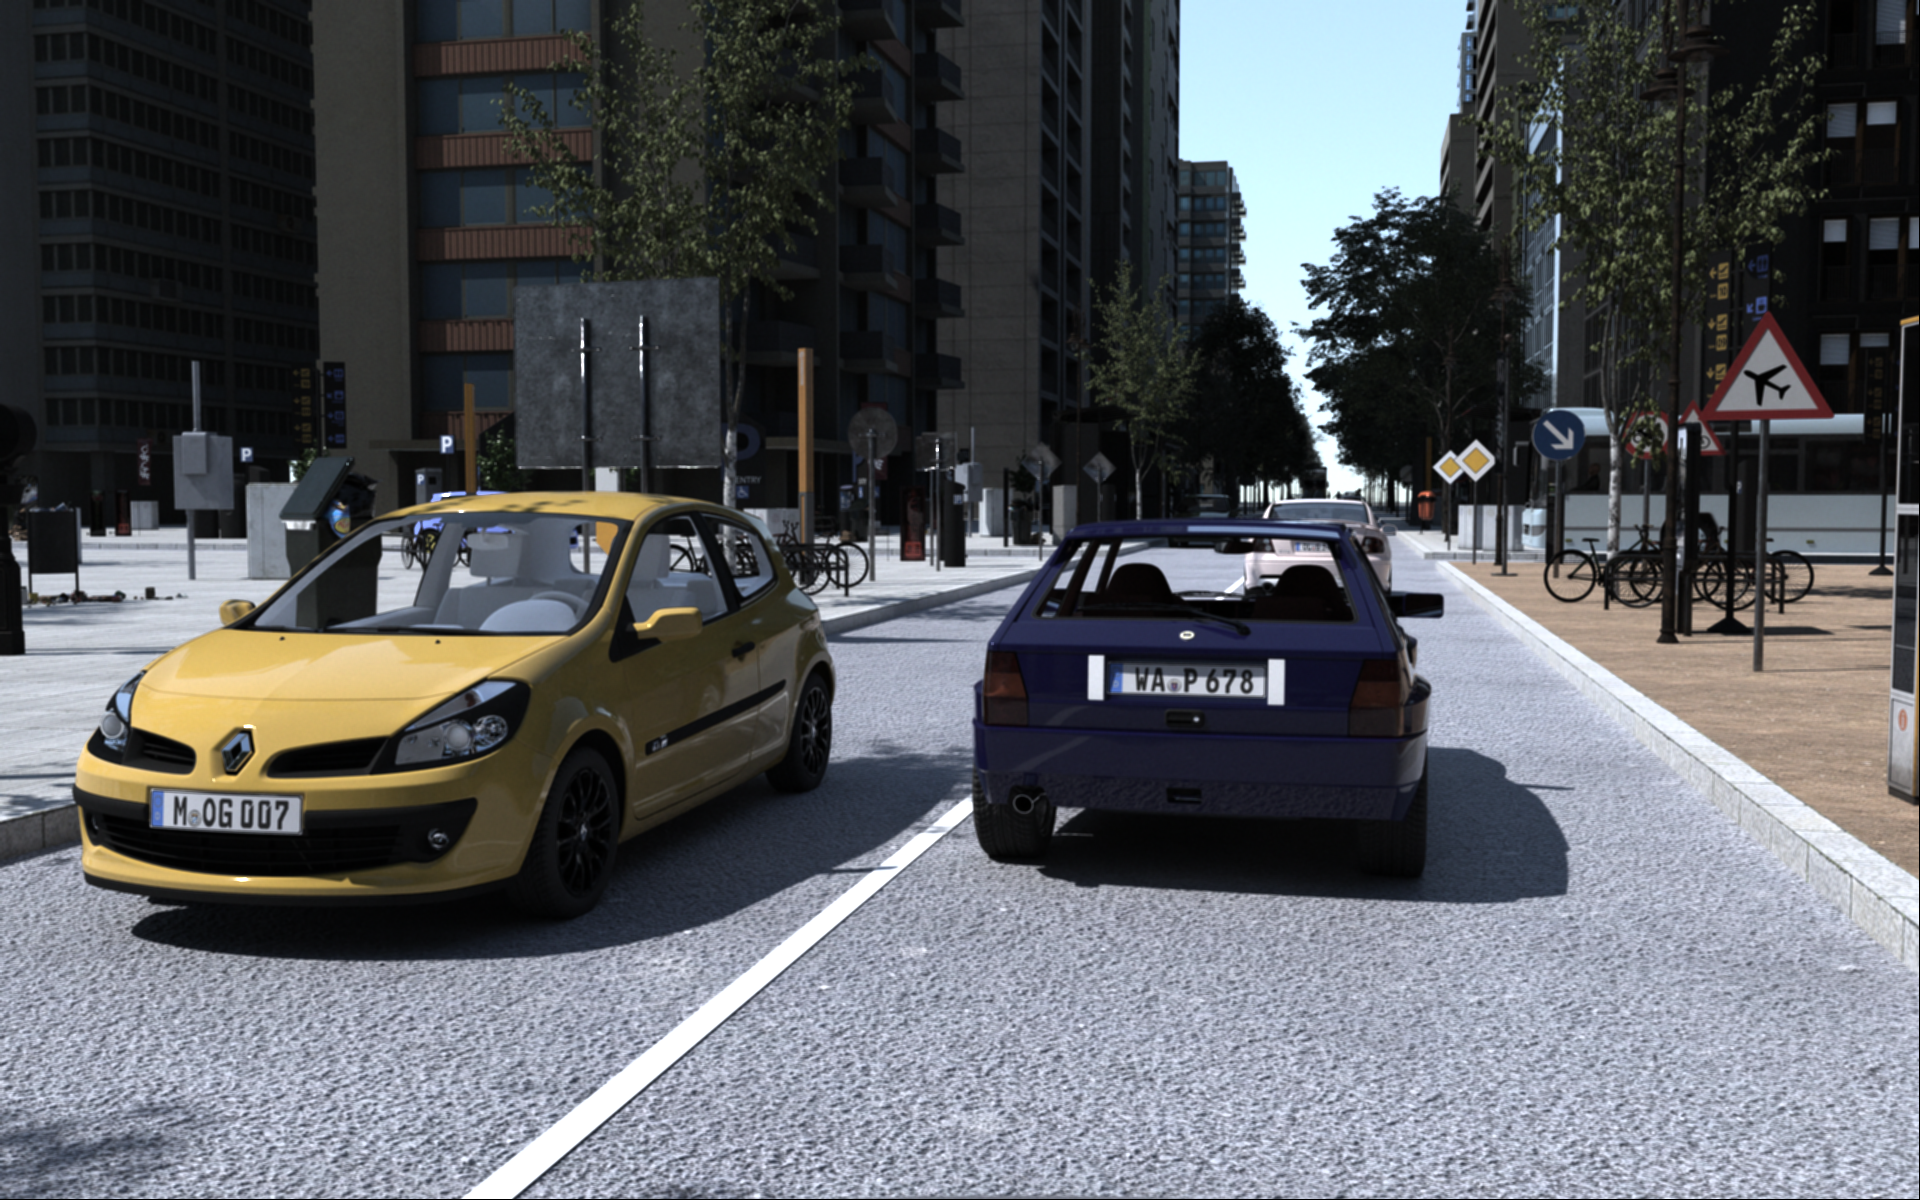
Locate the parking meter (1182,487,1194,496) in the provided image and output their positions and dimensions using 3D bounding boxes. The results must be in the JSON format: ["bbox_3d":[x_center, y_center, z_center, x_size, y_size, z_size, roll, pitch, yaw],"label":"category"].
[{"bbox_3d":[8.531,-3.434,64.557,0.372,1.533,0.369,0,3,0],"label":"parking meter"}]

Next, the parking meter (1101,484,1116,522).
[{"bbox_3d":[3.794,-2.194,44.286,0.372,1.533,0.369,0,3,0],"label":"parking meter"}]

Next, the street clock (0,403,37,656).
[{"bbox_3d":[-7.609,-0.563,13.772,0.471,2.002,0.358,0,4,1],"label":"street clock"}]

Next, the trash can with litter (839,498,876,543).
[{"bbox_3d":[-2.741,-2.114,45.950,0.624,1.170,1.055,2,4,29],"label":"trash can with litter"}]

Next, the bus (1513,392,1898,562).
[{"bbox_3d":[17.267,-2.414,34.323,13.247,3.499,2.948,1,4,13],"label":"bus"}]

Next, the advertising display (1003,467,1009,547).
[{"bbox_3d":[1.124,-2.269,42.305,0.123,1.923,0.974,0,4,1],"label":"advertising display"}]

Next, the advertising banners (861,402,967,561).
[{"bbox_3d":[-0.874,-2.257,33.090,2.074,3.025,0.090,-1,4,-14],"label":"advertising banners"}]

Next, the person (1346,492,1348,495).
[{"bbox_3d":[54.611,-14.406,244.868,0.721,1.723,1.217,0,4,1],"label":"person"}]

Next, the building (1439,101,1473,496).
[{"bbox_3d":[69.125,-35.778,208.675,21.300,48.544,21.600,1,4,13],"label":"building"}]

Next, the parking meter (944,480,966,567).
[{"bbox_3d":[-0.091,-1.348,30.454,0.372,1.533,0.369,0,3,0],"label":"parking meter"}]

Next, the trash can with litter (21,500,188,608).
[{"bbox_3d":[-10.356,-0.586,20.641,2.233,1.210,1.678,-3,4,-38],"label":"trash can with litter"}]

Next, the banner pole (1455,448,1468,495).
[{"bbox_3d":[24.198,-5.736,83.803,0.863,3.779,0.401,3,5,40],"label":"banner pole"}]

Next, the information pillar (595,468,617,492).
[{"bbox_3d":[-5.151,-2.088,25.491,0.504,3.616,0.183,2,4,29],"label":"information pillar"}]

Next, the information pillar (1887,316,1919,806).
[{"bbox_3d":[4.090,-0.165,7.188,0.304,2.012,0.304,1,4,8],"label":"information pillar"}]

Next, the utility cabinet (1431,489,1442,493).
[{"bbox_3d":[22.180,-4.455,81.526,1.173,1.500,0.318,3,5,40],"label":"utility cabinet"}]

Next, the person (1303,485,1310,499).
[{"bbox_3d":[14.933,-4.049,74.819,0.853,1.813,0.709,1,4,16],"label":"person"}]

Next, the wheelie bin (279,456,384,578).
[{"bbox_3d":[-5.314,-0.415,14.701,0.980,1.594,0.693,3,5,42],"label":"wheelie bin"}]

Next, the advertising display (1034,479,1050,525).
[{"bbox_3d":[3.592,-4.096,72.189,0.974,1.923,0.123,1,4,15],"label":"advertising display"}]

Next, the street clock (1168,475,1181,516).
[{"bbox_3d":[8.130,-3.741,65.737,0.471,2.002,0.358,0,4,8],"label":"street clock"}]

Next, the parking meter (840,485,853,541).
[{"bbox_3d":[-3.094,-2.379,47.304,0.372,1.533,0.369,0,3,0],"label":"parking meter"}]

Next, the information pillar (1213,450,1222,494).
[{"bbox_3d":[13.688,-6.171,92.248,0.504,3.616,0.183,-2,4,-24],"label":"information pillar"}]

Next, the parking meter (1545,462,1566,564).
[{"bbox_3d":[10.917,-1.593,31.752,0.255,1.863,0.399,2,4,31],"label":"parking meter"}]

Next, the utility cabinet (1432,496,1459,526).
[{"bbox_3d":[19.691,-3.615,70.270,1.020,1.237,0.306,1,4,18],"label":"utility cabinet"}]

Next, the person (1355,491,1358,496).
[{"bbox_3d":[32.288,-8.027,140.571,0.721,1.723,1.217,2,4,34],"label":"person"}]

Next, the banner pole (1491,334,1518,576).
[{"bbox_3d":[8.430,-2.257,26.926,0.401,3.779,0.863,2,4,34],"label":"banner pole"}]

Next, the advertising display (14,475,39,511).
[{"bbox_3d":[-32.066,-3.322,59.530,0.123,1.923,0.974,1,4,12],"label":"advertising display"}]

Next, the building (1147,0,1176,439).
[{"bbox_3d":[3.623,-34.050,145.948,28.713,52.752,27.495,1,4,13],"label":"building"}]

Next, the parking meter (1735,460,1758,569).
[{"bbox_3d":[13.525,-1.476,29.837,0.255,1.863,0.399,0,4,-1],"label":"parking meter"}]

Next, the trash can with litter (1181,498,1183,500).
[{"bbox_3d":[10.696,-4.521,85.306,0.624,1.170,1.055,3,5,39],"label":"trash can with litter"}]

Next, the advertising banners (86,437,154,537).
[{"bbox_3d":[-25.657,-3.473,52.964,0.090,3.025,2.074,3,5,41],"label":"advertising banners"}]

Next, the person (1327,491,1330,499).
[{"bbox_3d":[51.407,-14.252,241.532,0.705,1.823,1.348,-1,4,-9],"label":"person"}]

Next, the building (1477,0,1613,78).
[{"bbox_3d":[53.434,-31.591,140.210,21.300,48.544,21.600,1,4,13],"label":"building"}]

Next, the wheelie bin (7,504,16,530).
[{"bbox_3d":[-33.341,-3.267,61.326,0.980,1.594,0.693,3,5,40],"label":"wheelie bin"}]

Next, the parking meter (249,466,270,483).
[{"bbox_3d":[-14.485,-1.845,35.876,0.399,1.863,0.255,2,4,31],"label":"parking meter"}]

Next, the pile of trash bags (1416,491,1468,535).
[{"bbox_3d":[15.879,-2.745,54.628,1.912,1.369,3.447,-3,5,-39],"label":"pile of trash bags"}]

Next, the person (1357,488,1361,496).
[{"bbox_3d":[27.452,-6.753,118.918,0.705,1.823,1.348,1,4,18],"label":"person"}]

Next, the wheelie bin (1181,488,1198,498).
[{"bbox_3d":[11.123,-4.637,83.723,0.980,1.594,0.693,1,4,12],"label":"wheelie bin"}]

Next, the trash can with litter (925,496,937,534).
[{"bbox_3d":[-0.768,-2.755,56.109,1.678,1.210,2.233,2,4,31],"label":"trash can with litter"}]

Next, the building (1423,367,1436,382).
[{"bbox_3d":[76.006,-29.730,257.788,14.160,30.474,14.107,1,4,13],"label":"building"}]

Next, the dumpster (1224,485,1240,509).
[{"bbox_3d":[17.733,-6.619,113.973,1.264,1.857,1.865,1,4,13],"label":"dumpster"}]

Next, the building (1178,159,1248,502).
[{"bbox_3d":[29.734,-38.595,250.630,23.786,49.044,30.456,1,4,13],"label":"building"}]

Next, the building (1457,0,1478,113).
[{"bbox_3d":[75.896,-56.291,233.036,22.319,86.520,31.000,1,4,13],"label":"building"}]

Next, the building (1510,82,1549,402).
[{"bbox_3d":[46.476,-21.531,123.730,14.160,30.474,14.107,1,4,13],"label":"building"}]

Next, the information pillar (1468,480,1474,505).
[{"bbox_3d":[26.819,-5.276,90.756,0.304,2.012,0.304,-1,4,-10],"label":"information pillar"}]

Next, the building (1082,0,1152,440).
[{"bbox_3d":[5.908,-26.969,124.531,14.154,41.232,14.086,1,4,13],"label":"building"}]

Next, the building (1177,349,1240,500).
[{"bbox_3d":[21.188,-23.098,222.685,27.650,21.520,28.899,1,4,13],"label":"building"}]

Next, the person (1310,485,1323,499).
[{"bbox_3d":[14.495,-3.780,70.491,0.473,1.802,0.592,0,4,-5],"label":"person"}]

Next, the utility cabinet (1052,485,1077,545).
[{"bbox_3d":[2.618,-2.127,43.452,0.318,1.500,1.173,1,4,19],"label":"utility cabinet"}]

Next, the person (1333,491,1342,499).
[{"bbox_3d":[37.527,-9.935,171.671,1.217,1.736,0.721,1,4,14],"label":"person"}]

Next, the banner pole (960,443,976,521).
[{"bbox_3d":[0.377,-5.746,83.959,0.863,3.779,0.401,0,4,-2],"label":"banner pole"}]

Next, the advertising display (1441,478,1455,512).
[{"bbox_3d":[17.723,-3.528,62.900,0.123,1.923,0.974,3,4,36],"label":"advertising display"}]

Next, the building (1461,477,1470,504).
[{"bbox_3d":[64.101,-28.717,161.402,32.217,40.220,23.993,1,4,13],"label":"building"}]

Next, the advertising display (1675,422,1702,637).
[{"bbox_3d":[6.663,-0.658,15.980,0.123,1.923,0.974,1,4,13],"label":"advertising display"}]

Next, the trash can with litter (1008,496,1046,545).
[{"bbox_3d":[1.667,-1.971,43.616,0.624,1.170,1.055,3,5,39],"label":"trash can with litter"}]
